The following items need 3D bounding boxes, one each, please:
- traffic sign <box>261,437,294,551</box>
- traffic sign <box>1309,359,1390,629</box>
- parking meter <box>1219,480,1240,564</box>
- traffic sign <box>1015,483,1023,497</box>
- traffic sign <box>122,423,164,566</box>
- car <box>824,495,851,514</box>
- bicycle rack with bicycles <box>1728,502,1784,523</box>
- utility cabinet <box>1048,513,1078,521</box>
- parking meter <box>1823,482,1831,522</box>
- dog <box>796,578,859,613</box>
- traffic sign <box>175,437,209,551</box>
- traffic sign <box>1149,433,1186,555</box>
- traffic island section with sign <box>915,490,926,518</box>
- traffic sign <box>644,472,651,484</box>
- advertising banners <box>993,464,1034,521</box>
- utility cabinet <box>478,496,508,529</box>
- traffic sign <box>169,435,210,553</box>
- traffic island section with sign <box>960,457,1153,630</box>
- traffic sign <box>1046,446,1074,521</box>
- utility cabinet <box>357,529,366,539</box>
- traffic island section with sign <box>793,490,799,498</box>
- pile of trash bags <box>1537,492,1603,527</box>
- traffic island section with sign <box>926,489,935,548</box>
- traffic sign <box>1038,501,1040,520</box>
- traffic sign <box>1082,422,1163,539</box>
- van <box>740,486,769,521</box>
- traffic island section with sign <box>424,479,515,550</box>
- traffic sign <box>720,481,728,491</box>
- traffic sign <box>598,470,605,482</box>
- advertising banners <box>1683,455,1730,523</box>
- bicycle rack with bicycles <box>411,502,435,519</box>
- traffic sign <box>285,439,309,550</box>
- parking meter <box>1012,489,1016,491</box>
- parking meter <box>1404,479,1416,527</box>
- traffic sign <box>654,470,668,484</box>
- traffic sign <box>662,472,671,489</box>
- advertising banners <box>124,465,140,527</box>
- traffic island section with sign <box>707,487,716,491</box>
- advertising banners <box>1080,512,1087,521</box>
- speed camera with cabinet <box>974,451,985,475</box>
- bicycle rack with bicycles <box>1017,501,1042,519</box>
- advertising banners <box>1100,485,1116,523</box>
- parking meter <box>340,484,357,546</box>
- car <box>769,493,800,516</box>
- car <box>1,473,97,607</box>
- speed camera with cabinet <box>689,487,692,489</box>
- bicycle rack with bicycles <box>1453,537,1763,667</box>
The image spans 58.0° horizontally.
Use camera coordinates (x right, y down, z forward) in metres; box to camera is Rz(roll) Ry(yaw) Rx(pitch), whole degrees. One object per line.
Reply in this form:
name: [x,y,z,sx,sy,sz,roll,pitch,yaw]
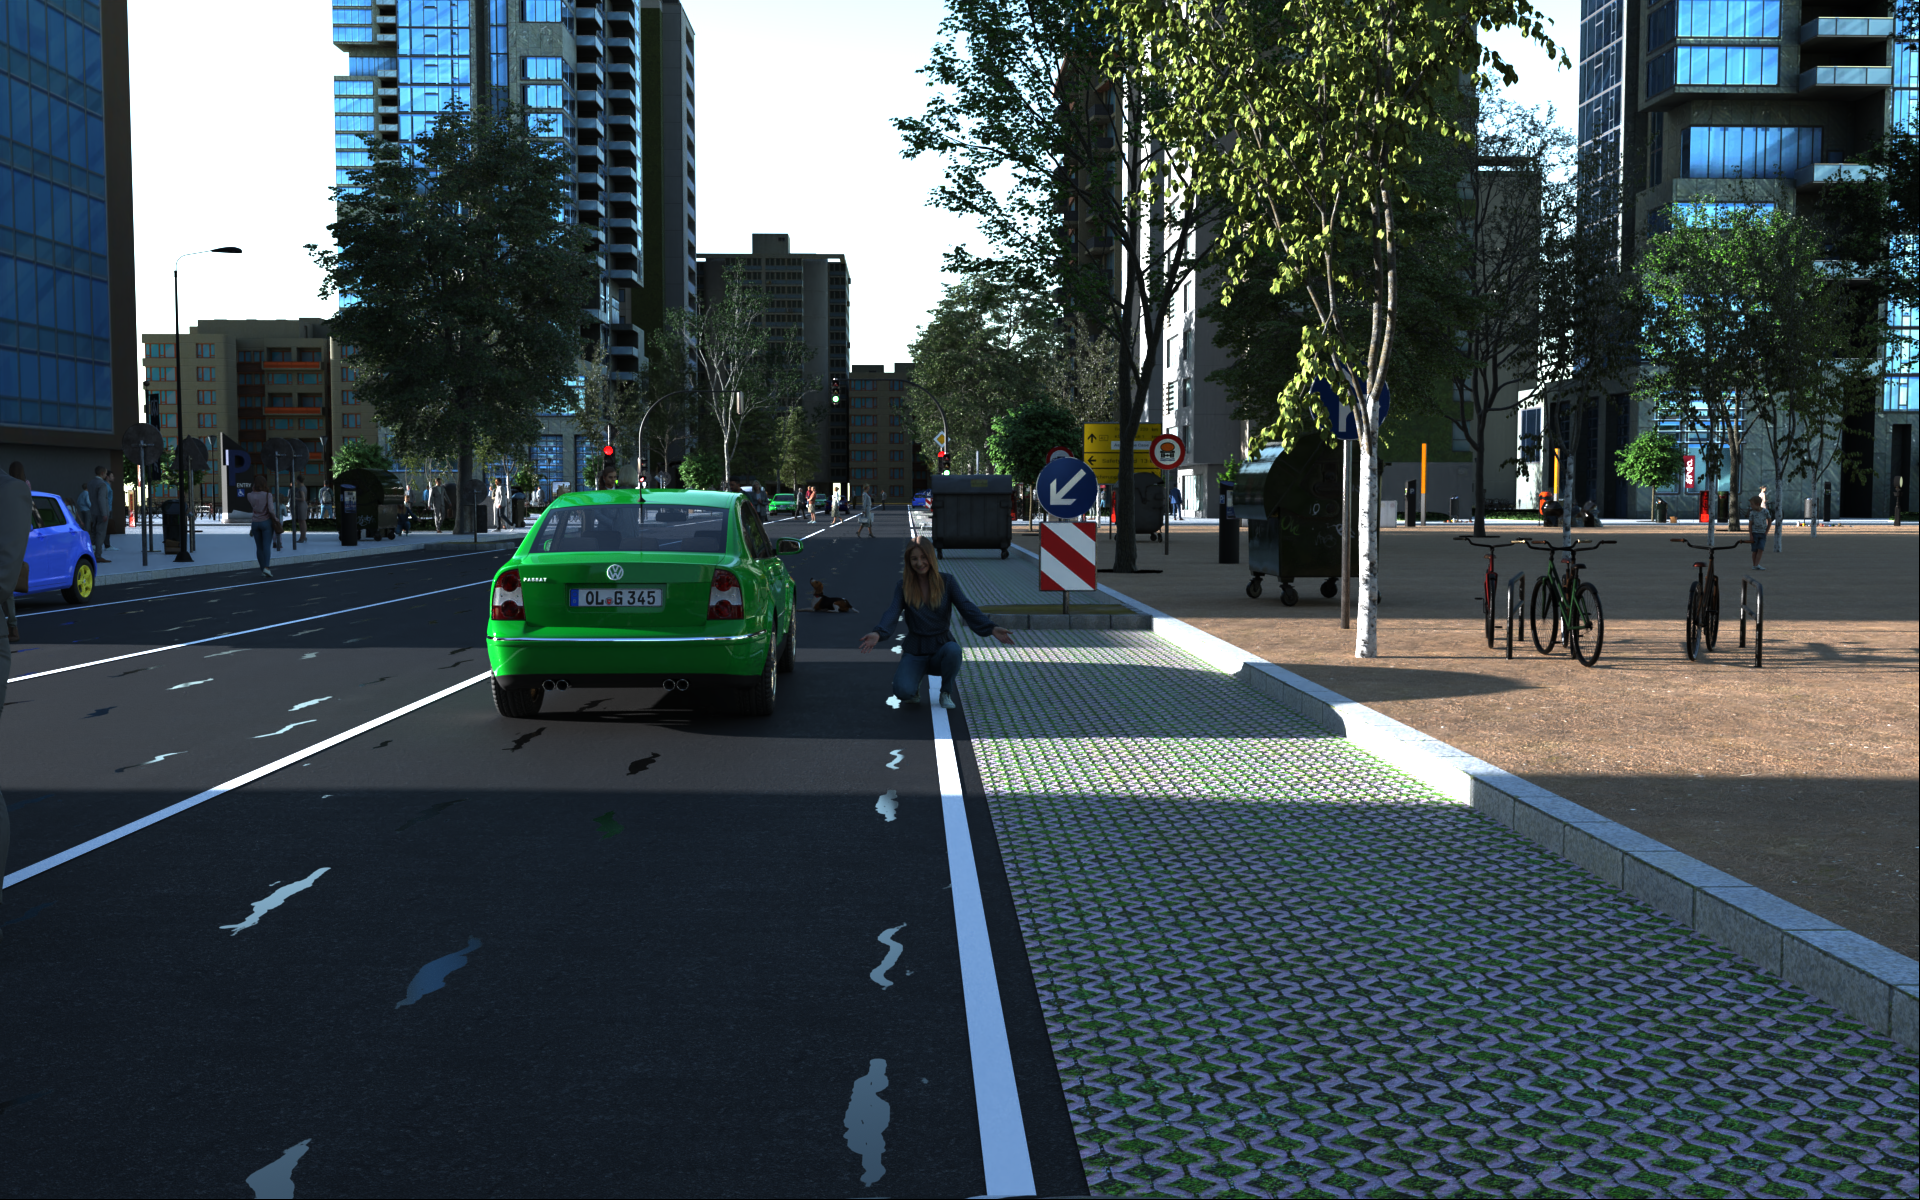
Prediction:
traffic sign: [-15.335,-2.373,38.898,0.768,2.556,0.104,0,4,5]
traffic sign: [3.672,-0.998,16.429,0.768,2.556,0.104,0,4,0]
parking meter: [4.979,-1.444,32.015,0.372,1.533,0.369,0,3,0]
traffic sign: [3.581,-6.519,106.589,0.884,2.594,0.081,0,4,4]
traffic sign: [-14.579,-1.884,30.907,0.768,2.556,0.104,0,4,3]
car: [-8.766,-6.810,123.917,1.945,1.354,3.894,0,4,-2]
bicycle rack with bicycles: [35.931,-3.959,78.107,2.925,0.926,2.852,-1,4,-17]
utility cabinet: [4.053,-3.627,67.977,1.173,1.500,0.318,0,4,5]
parking meter: [40.524,-4.600,80.924,0.255,1.863,0.399,1,4,20]
dog: [-1.601,-0.051,21.031,0.550,0.427,0.748,-2,4,-35]
traffic sign: [-17.300,-2.380,39.011,0.768,2.556,0.104,0,4,2]
traffic sign: [4.363,-2.225,36.486,0.768,2.556,0.104,0,4,6]
traffic island section with sign: [-1.546,-5.705,101.899,1.989,1.847,2.006,0,4,-2]
traffic sign: [-17.652,-5.923,96.941,0.768,2.556,0.104,0,4,7]
advertising banners: [2.497,-5.284,82.575,2.074,3.025,0.090,0,4,-7]
utility cabinet: [-17.365,-3.253,64.352,1.020,1.237,0.306,0,4,1]
traffic sign: [-16.850,-2.318,37.899,0.884,2.594,0.081,0,4,-1]
traffic island section with sign: [1.007,-0.642,19.130,1.989,1.847,2.006,0,4,-2]
traffic sign: [2.657,-2.802,45.922,0.768,2.556,0.104,0,4,6]
utility cabinet: [-17.305,-2.349,49.563,0.306,1.237,1.020,0,4,-3]
traffic island section with sign: [-16.828,-10.372,178.207,1.989,1.847,2.006,0,4,-2]
pile of trash bags: [23.687,-3.562,67.989,1.912,1.369,3.447,-1,4,-11]
traffic island section with sign: [0.171,-2.290,46.072,1.989,1.847,2.006,0,4,-2]
traffic sign: [3.869,-5.179,84.685,0.884,2.594,0.081,0,4,4]
traffic sign: [4.581,-3.365,48.898,2.265,3.308,0.079,0,4,-1]
van: [-11.039,-5.156,91.313,2.013,2.044,4.112,0,4,-2]
traffic island section with sign: [-12.715,-2.234,45.155,1.989,1.847,2.006,0,4,-2]
traffic sign: [-17.924,-7.911,131.476,0.606,2.300,0.079,0,4,6]
traffic sign: [-18.631,-5.544,90.754,0.768,2.556,0.104,0,4,2]
advertising banners: [33.478,-4.985,77.689,2.074,3.025,0.090,3,4,38]
bicycle rack with bicycles: [-22.488,-3.857,76.449,2.925,0.926,2.852,3,5,45]
traffic sign: [-15.332,-2.429,39.828,0.768,2.556,0.104,0,4,5]
parking meter: [2.612,-4.654,84.499,0.372,1.533,0.369,0,3,0]
parking meter: [17.624,-3.798,67.805,0.399,1.863,0.255,-1,4,-10]
traffic sign: [-16.561,-5.885,95.958,0.795,2.593,0.064,0,4,5]
traffic sign: [-16.911,-6.058,99.147,0.768,2.556,0.104,0,4,3]
advertising banners: [-32.073,-4.332,67.023,2.074,3.025,0.090,3,4,37]
traffic island section with sign: [-14.439,-5.632,100.718,1.989,1.847,2.006,0,4,-2]
advertising banners: [5.684,-5.057,78.869,0.090,3.025,2.074,0,4,-5]
speed camera with cabinet: [1.246,-5.186,79.120,0.660,3.252,2.038,-1,4,-21]
bicycle rack with bicycles: [3.166,-4.654,89.469,2.852,0.926,2.925,3,5,43]
advertising banners: [6.933,-4.950,77.113,2.074,3.025,0.090,3,4,37]
parking meter: [-15.142,-2.110,42.904,0.372,1.533,0.369,0,3,0]
car: [-11.674,-6.517,115.344,1.959,1.807,4.718,0,4,-1]
car: [-12.205,-0.717,21.317,1.945,1.707,3.694,0,4,-3]
speed camera with cabinet: [-19.514,-8.180,128.079,2.038,3.252,0.660,2,4,24]
bicycle rack with bicycles: [5.224,-0.028,13.840,2.852,0.926,2.925,1,4,22]
